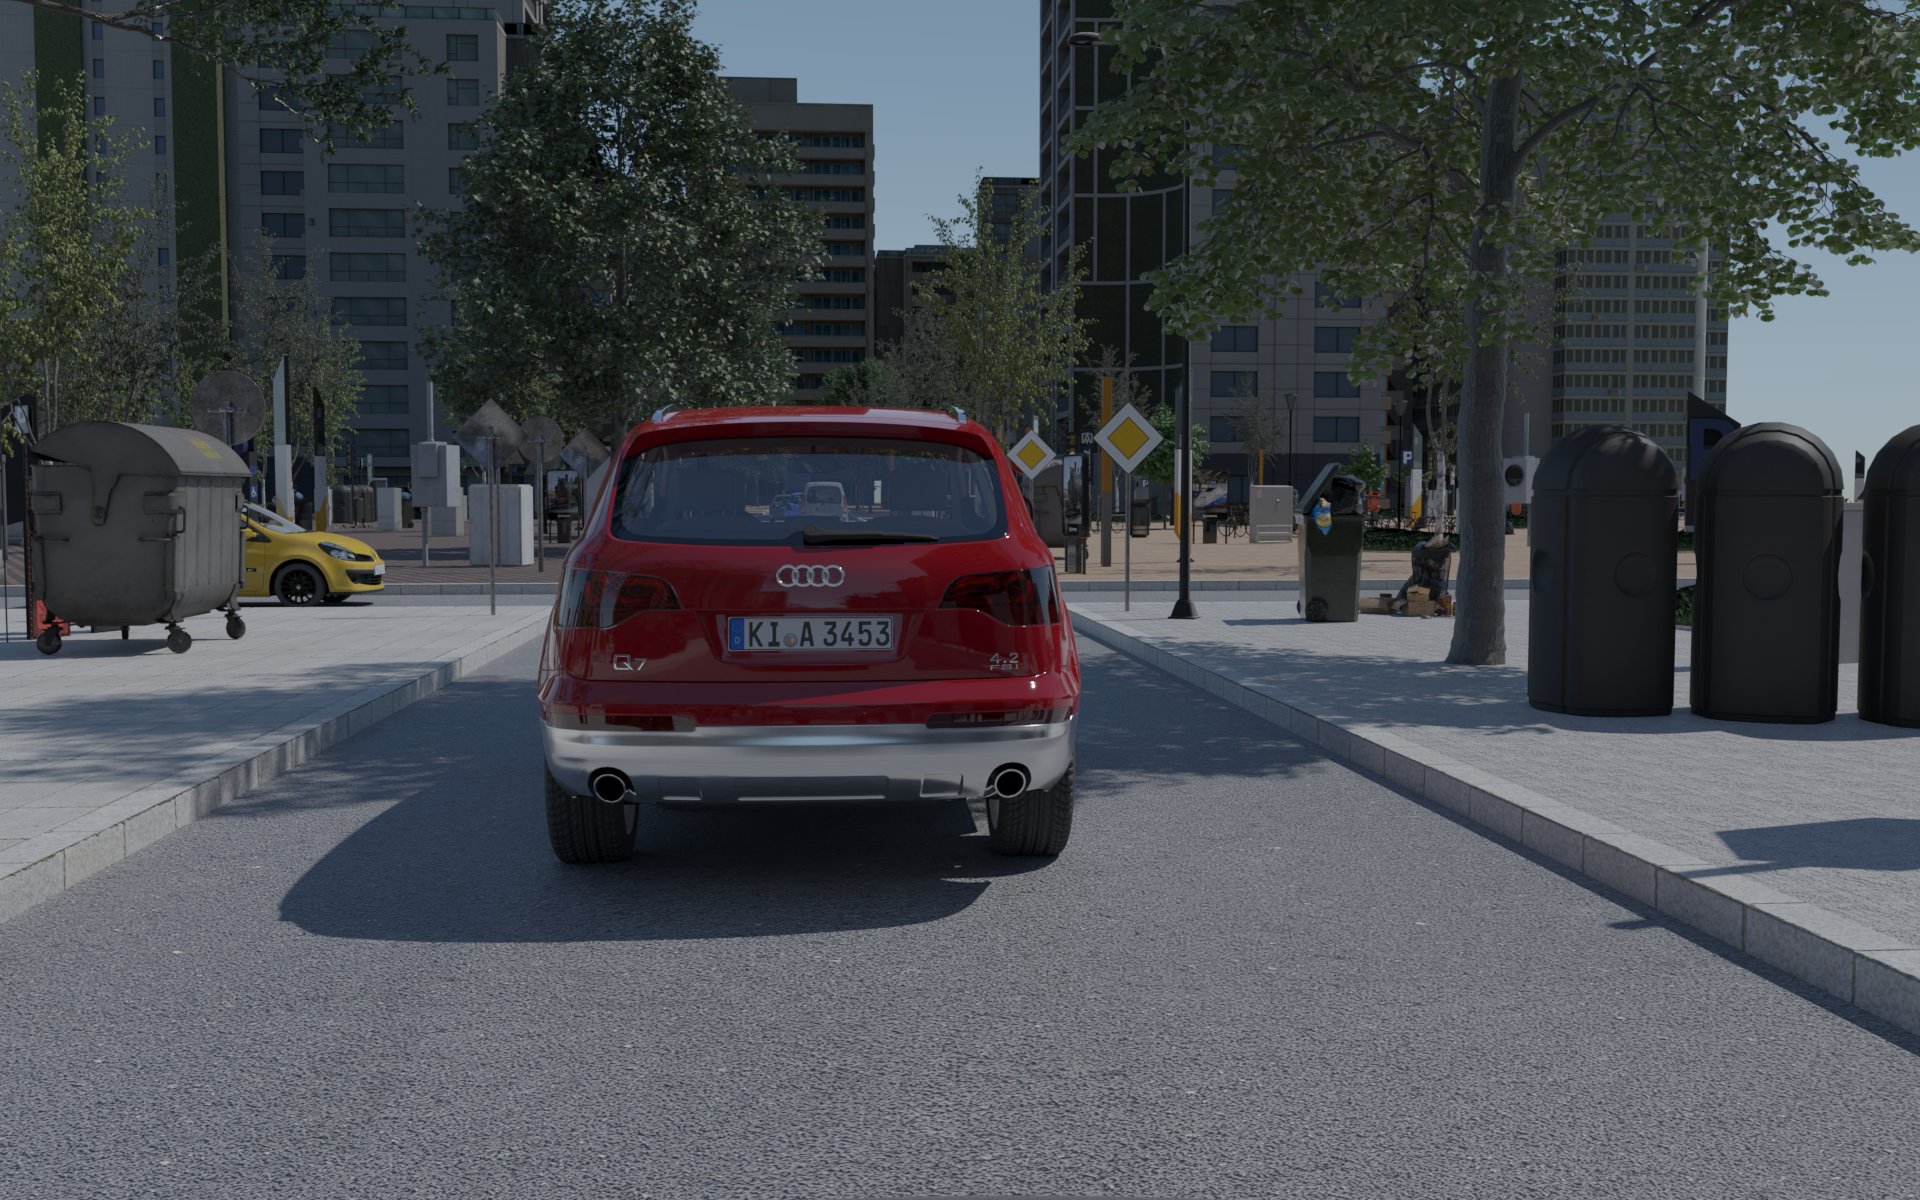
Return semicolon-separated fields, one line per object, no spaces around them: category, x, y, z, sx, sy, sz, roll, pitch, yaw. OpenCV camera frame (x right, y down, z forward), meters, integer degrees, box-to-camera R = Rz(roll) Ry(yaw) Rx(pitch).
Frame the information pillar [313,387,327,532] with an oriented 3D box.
information pillar;-14.054;-2.855;38.032;0.183;3.616;0.504;0;4;-1

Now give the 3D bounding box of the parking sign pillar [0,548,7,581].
parking sign pillar;-14.814;-2.253;25.308;1.447;3.967;1.447;-1;4;-20

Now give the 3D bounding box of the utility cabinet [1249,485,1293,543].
utility cabinet;8.035;-2.203;44.690;1.173;1.500;0.318;-2;4;-28

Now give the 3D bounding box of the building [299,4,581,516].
building;-31.366;-20.493;106.766;14.160;30.474;14.107;0;4;-5

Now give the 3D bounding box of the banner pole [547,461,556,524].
banner pole;-17.593;-5.122;73.754;0.401;3.779;0.863;2;4;28

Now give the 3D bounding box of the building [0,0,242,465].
building;-72.918;-37.156;149.497;28.212;58.520;21.231;0;4;-5

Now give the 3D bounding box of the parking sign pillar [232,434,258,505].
parking sign pillar;-21.748;-3.876;51.850;1.447;3.967;1.447;1;4;10

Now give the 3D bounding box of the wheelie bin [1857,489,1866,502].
wheelie bin;33.156;-3.378;63.142;0.693;1.594;0.980;0;4;7

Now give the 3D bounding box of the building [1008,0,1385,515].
building;14.525;-41.262;112.886;20.563;71.187;20.611;0;4;-5

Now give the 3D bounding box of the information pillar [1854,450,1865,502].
information pillar;47.210;-6.090;90.930;0.504;3.616;0.183;3;5;41

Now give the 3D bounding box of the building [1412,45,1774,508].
building;53.090;-28.401;156.242;23.993;40.220;32.217;0;4;-5

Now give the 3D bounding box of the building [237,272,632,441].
building;-43.173;-18.672;150.321;28.899;21.520;27.650;0;4;-5

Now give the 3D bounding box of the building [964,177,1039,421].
building;8.352;-23.792;160.692;14.160;30.474;14.107;0;4;-5

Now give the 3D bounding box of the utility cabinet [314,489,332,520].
utility cabinet;-30.511;-4.561;83.254;0.318;1.500;1.173;1;4;18

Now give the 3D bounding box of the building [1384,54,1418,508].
building;29.960;-32.717;158.626;21.600;48.544;21.300;0;4;-5

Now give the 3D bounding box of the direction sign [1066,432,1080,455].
direction sign;4.311;-4.359;63.268;0.876;3.537;0.379;1;4;12

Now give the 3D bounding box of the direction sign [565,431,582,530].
direction sign;-13.634;-4.274;61.876;0.876;3.537;0.379;0;4;-7

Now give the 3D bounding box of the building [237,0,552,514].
building;-37.409;-41.842;122.373;20.563;71.187;20.611;0;4;-5

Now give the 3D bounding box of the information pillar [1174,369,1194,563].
information pillar;4.185;-2.510;32.386;0.183;3.616;0.504;3;5;39

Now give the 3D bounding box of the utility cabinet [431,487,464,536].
utility cabinet;-15.615;-2.697;52.767;1.173;1.500;0.318;2;4;35

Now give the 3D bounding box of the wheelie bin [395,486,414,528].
wheelie bin;-20.968;-3.498;65.093;0.980;1.594;0.693;2;4;30

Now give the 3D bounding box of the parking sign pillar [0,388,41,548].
parking sign pillar;-24.025;-3.388;43.869;1.447;3.967;1.447;-1;4;-20

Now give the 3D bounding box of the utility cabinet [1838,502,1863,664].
utility cabinet;6.387;-0.117;13.078;1.020;1.237;0.306;-2;4;-24

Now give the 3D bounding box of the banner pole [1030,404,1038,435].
banner pole;2.077;-3.572;48.427;0.401;3.779;0.863;1;4;19

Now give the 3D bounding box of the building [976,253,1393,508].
building;16.513;-18.028;139.803;27.650;21.520;28.899;0;4;-5

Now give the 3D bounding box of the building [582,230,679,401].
building;-44.340;-31.619;208.857;23.993;40.220;32.217;0;4;-5

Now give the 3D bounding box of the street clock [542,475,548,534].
street clock;-13.439;-3.142;55.943;0.358;2.002;0.471;-2;4;-25

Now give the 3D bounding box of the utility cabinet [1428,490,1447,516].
utility cabinet;27.691;-5.628;100.697;1.173;1.500;0.318;0;4;1

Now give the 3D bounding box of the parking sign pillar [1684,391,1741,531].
parking sign pillar;19.552;-3.454;44.952;1.447;3.967;1.447;1;4;18

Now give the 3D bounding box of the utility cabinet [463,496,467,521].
utility cabinet;-24.090;-4.405;83.181;1.020;1.237;0.306;3;4;38

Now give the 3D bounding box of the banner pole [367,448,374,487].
banner pole;-32.091;-6.388;94.455;0.863;3.779;0.401;3;5;42

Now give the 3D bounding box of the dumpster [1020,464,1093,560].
dumpster;1.931;-1.757;34.480;1.264;1.857;1.865;0;4;-5

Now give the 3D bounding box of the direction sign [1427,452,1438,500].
direction sign;25.265;-6.146;92.480;0.876;3.537;0.379;-2;4;-33

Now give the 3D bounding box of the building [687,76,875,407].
building;-21.164;-35.582;205.470;21.600;48.544;21.300;0;4;-5

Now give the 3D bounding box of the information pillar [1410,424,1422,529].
information pillar;15.302;-4.083;58.104;0.504;3.616;0.183;-3;5;-39

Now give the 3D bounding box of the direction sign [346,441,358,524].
direction sign;-26.092;-5.038;74.374;0.876;3.537;0.379;3;5;43

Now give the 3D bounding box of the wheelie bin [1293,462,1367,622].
wheelie bin;3.763;-0.591;17.578;0.693;1.594;0.980;0;4;3

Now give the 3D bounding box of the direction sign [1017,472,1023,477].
direction sign;2.986;-5.455;81.189;0.379;3.537;0.876;-3;5;-40

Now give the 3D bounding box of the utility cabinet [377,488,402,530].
utility cabinet;-20.009;-3.187;60.781;1.173;1.500;0.318;3;5;44

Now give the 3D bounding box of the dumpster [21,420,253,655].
dumpster;-6.845;-0.535;14.514;1.264;1.857;1.865;0;4;-5

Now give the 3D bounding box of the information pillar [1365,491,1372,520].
information pillar;19.935;-4.901;84.621;0.304;2.012;0.304;1;4;21

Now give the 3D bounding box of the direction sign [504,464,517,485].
direction sign;-17.560;-4.629;67.675;0.876;3.537;0.379;3;5;44

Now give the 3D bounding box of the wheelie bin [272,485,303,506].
wheelie bin;-22.995;-3.143;59.301;0.980;1.594;0.693;-2;4;-31

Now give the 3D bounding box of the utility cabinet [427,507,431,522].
utility cabinet;-24.079;-4.182;79.537;0.306;1.237;1.020;3;5;45

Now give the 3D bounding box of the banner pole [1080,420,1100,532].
banner pole;4.481;-4.217;58.965;0.863;3.779;0.401;1;4;14
